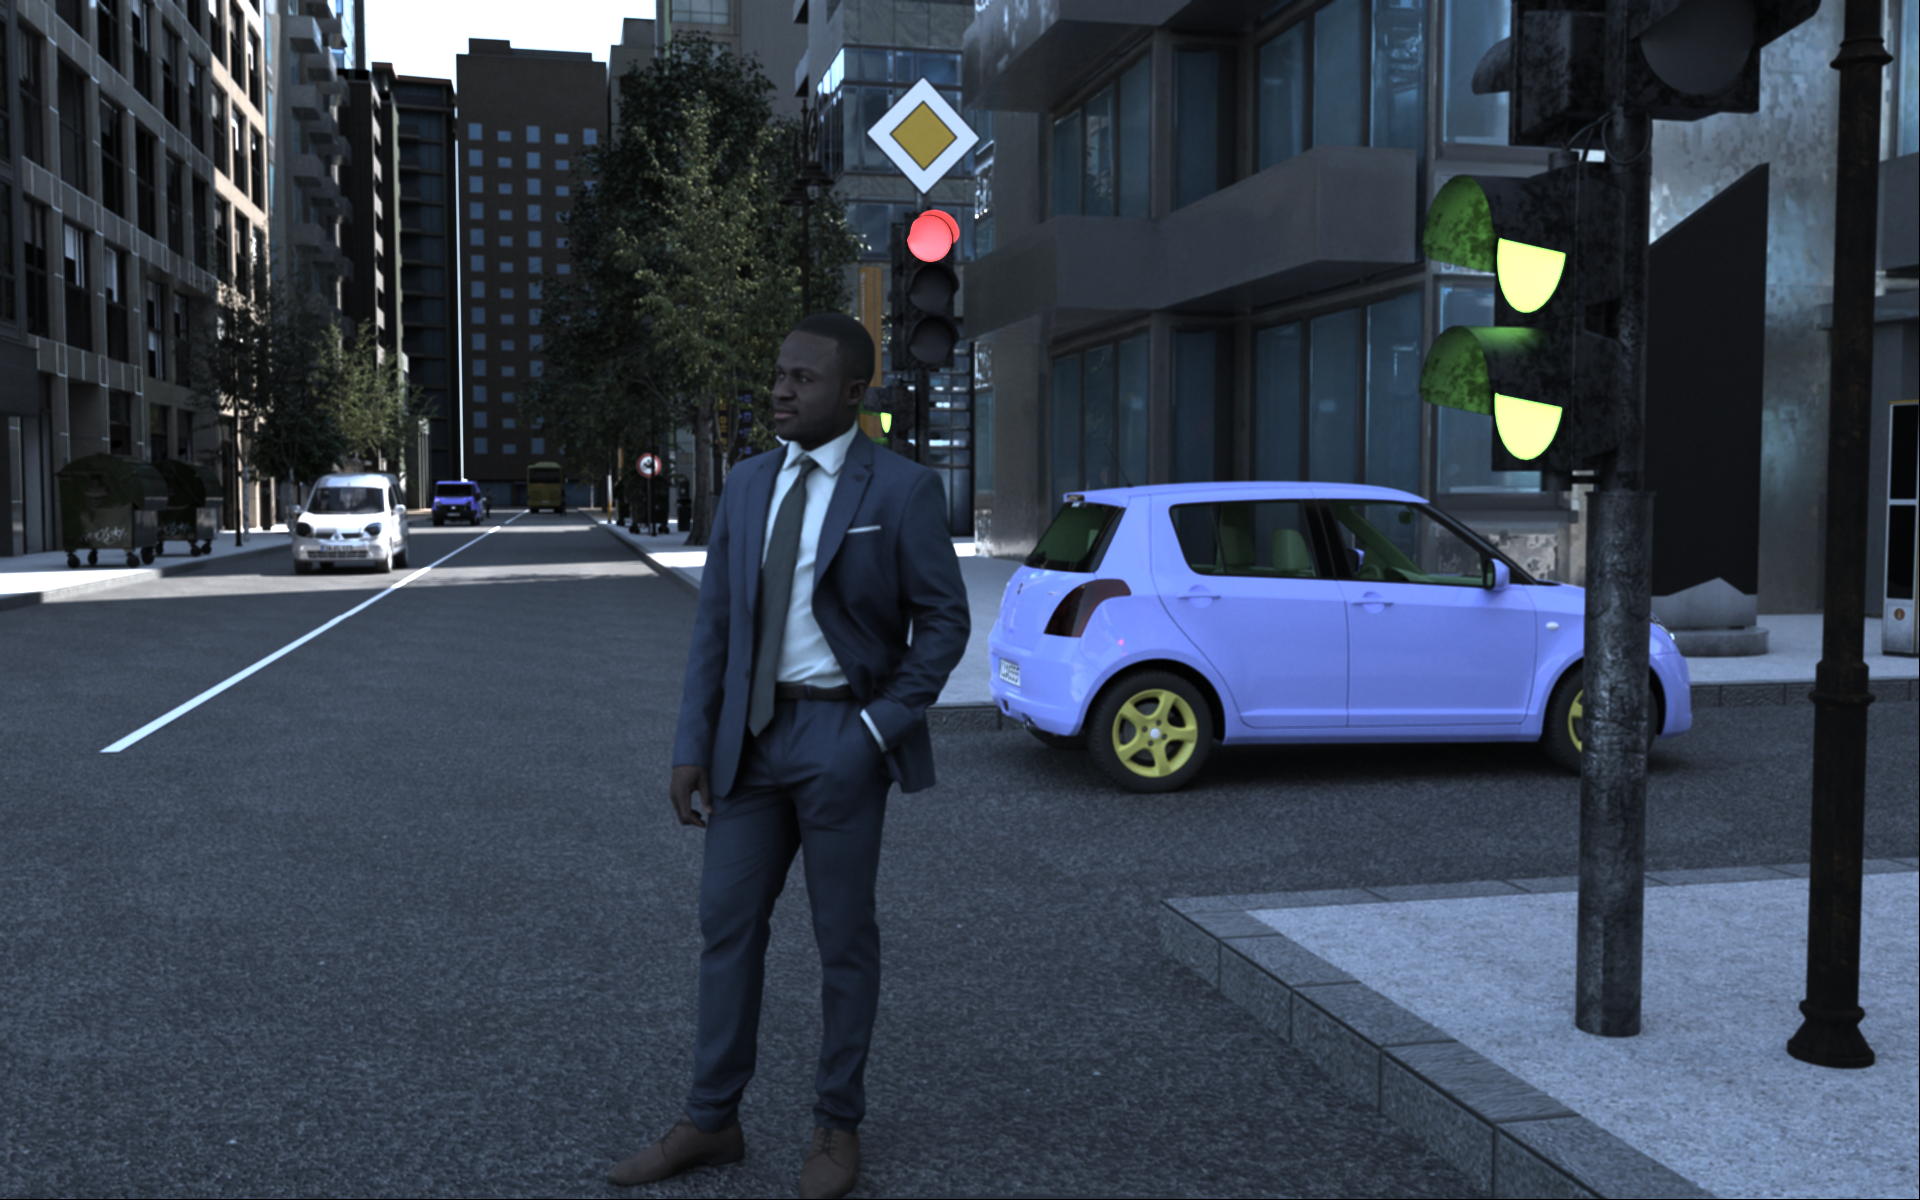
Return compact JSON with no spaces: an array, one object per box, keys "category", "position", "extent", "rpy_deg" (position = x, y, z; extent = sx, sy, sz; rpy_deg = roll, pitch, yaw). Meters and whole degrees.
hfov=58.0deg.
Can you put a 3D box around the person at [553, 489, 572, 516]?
[{"category":"person","position":[-25.668,-6.281,111.907],"extent":[1.217,1.735,0.721],"rpy_deg":[-2,4,-25]}]

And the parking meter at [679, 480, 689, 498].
[{"category":"parking meter","position":[-11.588,-4.101,72.770],"extent":[0.399,1.863,0.255],"rpy_deg":[1,4,18]}]

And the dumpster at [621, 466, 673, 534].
[{"category":"dumpster","position":[-10.087,-3.276,56.057],"extent":[1.502,2.255,1.985],"rpy_deg":[-1,4,-13]}]

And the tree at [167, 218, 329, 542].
[{"category":"tree","position":[-19.326,-5.890,46.663],"extent":[4.360,8.622,3.978],"rpy_deg":[0,3,0]}]

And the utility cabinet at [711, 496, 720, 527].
[{"category":"utility cabinet","position":[-8.055,-2.764,56.347],"extent":[0.306,1.237,1.020],"rpy_deg":[0,4,6]}]

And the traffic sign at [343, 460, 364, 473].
[{"category":"traffic sign","position":[-22.982,-4.012,65.695],"extent":[0.768,2.556,0.104],"rpy_deg":[-1,4,-10]}]

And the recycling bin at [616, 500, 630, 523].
[{"category":"recycling bin","position":[-14.880,-3.943,77.020],"extent":[0.722,1.027,0.722],"rpy_deg":[0,4,1]}]

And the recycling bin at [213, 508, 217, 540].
[{"category":"recycling bin","position":[-21.304,-2.200,48.524],"extent":[0.722,1.027,0.722],"rpy_deg":[0,4,-5]}]

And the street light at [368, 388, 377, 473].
[{"category":"street light","position":[-25.379,-6.251,74.997],"extent":[0.468,5.910,1.993],"rpy_deg":[-1,4,-13]}]

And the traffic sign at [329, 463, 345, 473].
[{"category":"traffic sign","position":[-23.149,-3.851,64.154],"extent":[0.795,2.450,0.064],"rpy_deg":[-1,4,-13]}]

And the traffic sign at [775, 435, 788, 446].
[{"category":"traffic sign","position":[-2.077,-1.346,23.199],"extent":[0.795,2.450,0.064],"rpy_deg":[0,4,-6]}]

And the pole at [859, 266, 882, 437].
[{"category":"pole","position":[-0.806,-1.335,15.678],"extent":[0.158,3.312,0.155],"rpy_deg":[0,3,0]}]

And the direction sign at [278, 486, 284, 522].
[{"category":"direction sign","position":[-30.815,-5.281,78.347],"extent":[0.379,3.537,0.876],"rpy_deg":[0,4,-6]}]

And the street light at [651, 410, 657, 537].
[{"category":"street light","position":[-9.251,-4.858,52.211],"extent":[0.468,5.910,1.993],"rpy_deg":[-1,4,-13]}]

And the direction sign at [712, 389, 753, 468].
[{"category":"direction sign","position":[-4.914,-2.780,37.457],"extent":[0.876,3.537,0.379],"rpy_deg":[-1,4,-21]}]

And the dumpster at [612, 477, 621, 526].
[{"category":"dumpster","position":[-13.131,-4.085,69.276],"extent":[1.502,2.255,1.985],"rpy_deg":[-1,4,-13]}]

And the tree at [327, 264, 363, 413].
[{"category":"tree","position":[-19.948,-6.187,51.525],"extent":[4.360,8.622,3.978],"rpy_deg":[0,3,0]}]

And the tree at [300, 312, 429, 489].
[{"category":"tree","position":[-24.971,-7.388,71.151],"extent":[4.737,8.622,4.395],"rpy_deg":[0,3,0]}]

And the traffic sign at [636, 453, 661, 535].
[{"category":"traffic sign","position":[-9.667,-3.287,53.849],"extent":[0.768,2.556,0.104],"rpy_deg":[-1,4,-11]}]

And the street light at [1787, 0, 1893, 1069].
[{"category":"street light","position":[1.986,-1.895,3.774],"extent":[0.468,5.910,1.993],"rpy_deg":[-1,4,-13]}]

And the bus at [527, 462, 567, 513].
[{"category":"bus","position":[-31.724,-8.655,133.057],"extent":[2.896,3.916,12.252],"rpy_deg":[-1,4,-12]}]

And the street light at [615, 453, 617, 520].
[{"category":"street light","position":[-16.807,-6.835,84.542],"extent":[0.468,5.910,1.993],"rpy_deg":[-1,4,-13]}]

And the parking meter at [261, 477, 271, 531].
[{"category":"parking meter","position":[-24.156,-3.338,60.280],"extent":[0.255,1.863,0.399],"rpy_deg":[-2,4,-32]}]

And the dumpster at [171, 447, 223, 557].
[{"category":"dumpster","position":[-16.260,-2.045,35.928],"extent":[1.502,2.255,1.985],"rpy_deg":[-1,4,-13]}]

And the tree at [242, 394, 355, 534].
[{"category":"tree","position":[-21.568,-4.452,56.496],"extent":[4.285,4.588,4.351],"rpy_deg":[0,3,0]}]

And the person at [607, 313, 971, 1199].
[{"category":"person","position":[-0.337,0.309,3.629],"extent":[0.721,1.800,0.419],"rpy_deg":[1,4,17]}]

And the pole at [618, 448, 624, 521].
[{"category":"pole","position":[-13.835,-4.703,70.734],"extent":[0.158,3.312,0.155],"rpy_deg":[0,3,0]}]

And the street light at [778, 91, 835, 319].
[{"category":"street light","position":[-1.813,-2.914,20.432],"extent":[0.468,5.910,1.993],"rpy_deg":[-1,4,-13]}]

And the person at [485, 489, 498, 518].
[{"category":"person","position":[-27.934,-5.764,103.271],"extent":[0.750,1.759,0.617],"rpy_deg":[-1,4,-19]}]

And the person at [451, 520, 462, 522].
[{"category":"person","position":[-25.525,-4.841,87.526],"extent":[0.599,1.838,0.709],"rpy_deg":[2,4,26]}]

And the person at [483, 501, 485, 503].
[{"category":"person","position":[-29.678,-5.959,106.028],"extent":[0.705,1.812,1.348],"rpy_deg":[2,4,32]}]

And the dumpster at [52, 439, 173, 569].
[{"category":"dumpster","position":[-15.016,-1.721,30.635],"extent":[1.502,2.255,1.985],"rpy_deg":[-1,4,-13]}]

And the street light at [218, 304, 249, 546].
[{"category":"street light","position":[-17.718,-4.256,42.366],"extent":[0.468,5.910,1.993],"rpy_deg":[-1,4,-13]}]
